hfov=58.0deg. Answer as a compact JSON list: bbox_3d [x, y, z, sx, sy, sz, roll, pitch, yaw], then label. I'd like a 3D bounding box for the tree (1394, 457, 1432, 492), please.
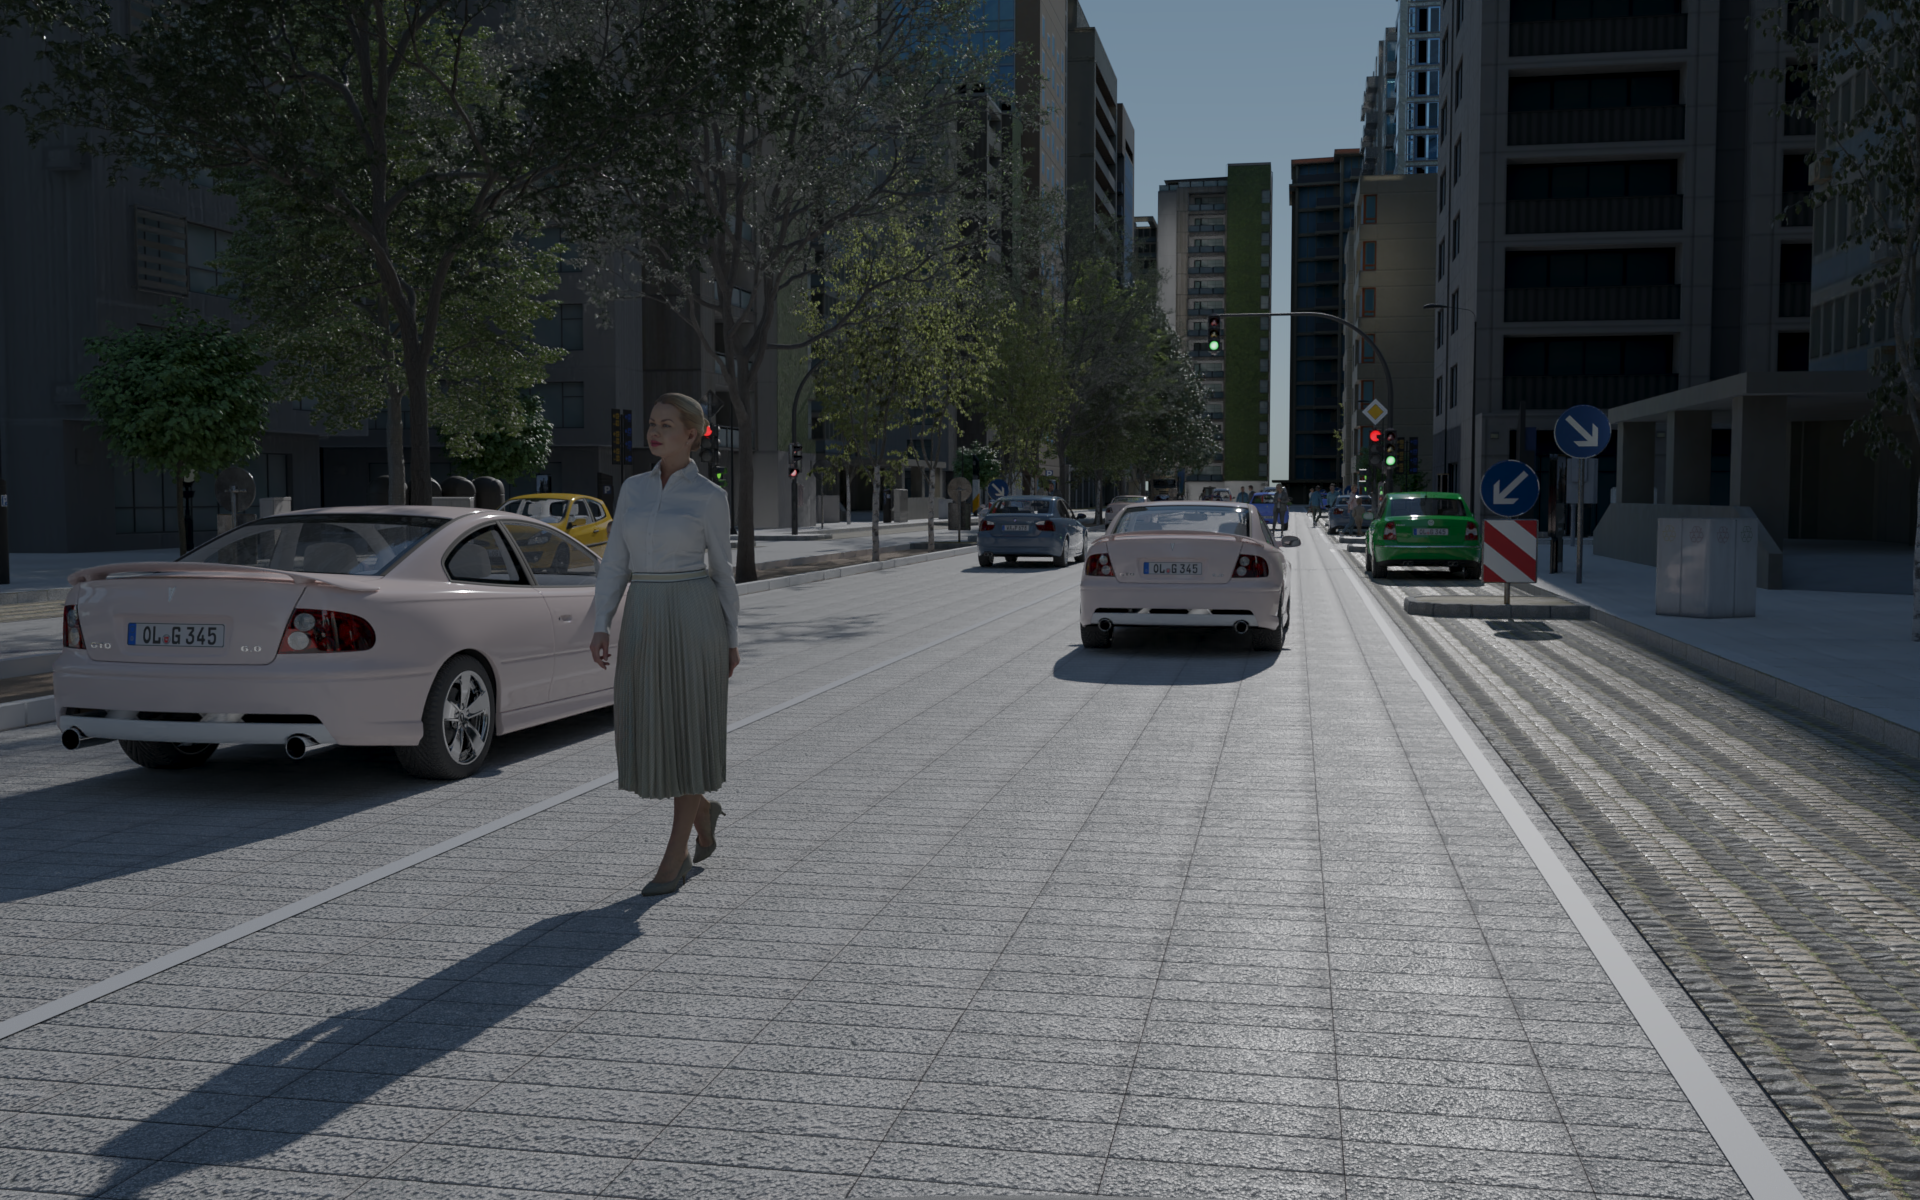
[{"bbox_3d":[20.777,-5.219,79.928,1.663,3.219,1.824,0,3,0],"label":"tree"}]

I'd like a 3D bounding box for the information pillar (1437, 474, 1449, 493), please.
[{"bbox_3d":[17.433,-3.553,62.580,0.304,2.012,0.304,-1,4,-13],"label":"information pillar"}]

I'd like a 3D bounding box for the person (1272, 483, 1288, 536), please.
[{"bbox_3d":[10.871,-3.068,58.850,0.537,1.800,0.526,2,4,33],"label":"person"}]

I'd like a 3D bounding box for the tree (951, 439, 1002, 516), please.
[{"bbox_3d":[1.028,-7.317,103.346,4.285,4.588,4.351,0,3,0],"label":"tree"}]

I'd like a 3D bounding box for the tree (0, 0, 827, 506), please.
[{"bbox_3d":[-5.170,-4.904,17.054,8.767,10.594,7.601,1,4,11],"label":"tree"}]

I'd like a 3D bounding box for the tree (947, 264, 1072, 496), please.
[{"bbox_3d":[1.534,-6.184,53.930,4.737,8.622,4.395,0,3,0],"label":"tree"}]

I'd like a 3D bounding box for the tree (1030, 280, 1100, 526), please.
[{"bbox_3d":[2.469,-6.505,59.182,4.360,8.622,3.978,0,3,0],"label":"tree"}]

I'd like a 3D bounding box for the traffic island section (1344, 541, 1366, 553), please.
[{"bbox_3d":[10.701,-1.280,43.208,2.009,0.180,2.903,1,4,11],"label":"traffic island section"}]

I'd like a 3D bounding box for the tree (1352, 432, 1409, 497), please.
[{"bbox_3d":[21.712,-6.433,88.890,4.285,4.588,4.351,0,3,0],"label":"tree"}]

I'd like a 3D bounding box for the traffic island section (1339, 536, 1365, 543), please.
[{"bbox_3d":[12.213,-1.760,51.049,2.009,0.180,2.903,1,4,11],"label":"traffic island section"}]

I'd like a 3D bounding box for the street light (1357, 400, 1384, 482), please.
[{"bbox_3d":[20.288,-6.905,85.439,1.470,5.913,1.316,1,4,11],"label":"street light"}]

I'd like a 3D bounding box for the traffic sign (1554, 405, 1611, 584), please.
[{"bbox_3d":[8.884,-1.509,24.774,0.768,2.556,0.104,1,4,19],"label":"traffic sign"}]

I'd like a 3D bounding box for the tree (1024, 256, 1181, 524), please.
[{"bbox_3d":[6.514,-9.861,81.815,7.486,12.596,7.792,0,3,0],"label":"tree"}]

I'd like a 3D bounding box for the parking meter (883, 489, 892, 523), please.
[{"bbox_3d":[-3.238,-4.205,77.158,0.372,1.533,0.369,0,3,0],"label":"parking meter"}]

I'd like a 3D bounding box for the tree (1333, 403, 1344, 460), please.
[{"bbox_3d":[29.778,-10.898,128.543,4.360,8.622,3.978,0,3,0],"label":"tree"}]

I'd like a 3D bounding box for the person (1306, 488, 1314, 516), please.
[{"bbox_3d":[22.946,-6.392,113.234,0.478,1.798,0.641,-3,5,-40],"label":"person"}]

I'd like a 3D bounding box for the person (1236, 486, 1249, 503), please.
[{"bbox_3d":[12.808,-4.257,78.445,0.601,1.785,0.444,1,4,15],"label":"person"}]

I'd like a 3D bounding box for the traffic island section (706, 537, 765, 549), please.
[{"bbox_3d":[-6.720,-1.485,46.560,2.009,0.180,2.903,1,4,11],"label":"traffic island section"}]

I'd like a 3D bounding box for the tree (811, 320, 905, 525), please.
[{"bbox_3d":[-4.482,-7.466,72.426,4.737,8.622,4.395,0,3,0],"label":"tree"}]

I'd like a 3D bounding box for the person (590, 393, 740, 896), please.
[{"bbox_3d":[-1.043,0.141,6.417,0.478,1.798,0.641,2,4,25],"label":"person"}]

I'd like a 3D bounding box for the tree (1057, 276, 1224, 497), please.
[{"bbox_3d":[8.498,-10.444,90.221,9.611,12.733,9.660,0,3,0],"label":"tree"}]

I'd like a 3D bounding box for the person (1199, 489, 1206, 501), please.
[{"bbox_3d":[20.010,-8.171,142.113,0.705,1.823,1.348,-2,4,-32],"label":"person"}]

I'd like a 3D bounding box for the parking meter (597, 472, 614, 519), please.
[{"bbox_3d":[-9.618,-2.526,47.019,0.399,1.863,0.255,-3,4,-38],"label":"parking meter"}]

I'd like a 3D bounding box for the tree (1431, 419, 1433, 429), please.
[{"bbox_3d":[27.093,-8.622,91.330,4.360,8.622,3.978,0,3,0],"label":"tree"}]

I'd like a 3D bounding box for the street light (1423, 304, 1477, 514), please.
[{"bbox_3d":[12.002,-4.270,42.360,1.470,5.913,1.316,1,4,11],"label":"street light"}]

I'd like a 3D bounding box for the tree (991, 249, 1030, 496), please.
[{"bbox_3d":[-0.669,-5.447,41.883,4.360,8.622,3.978,0,3,0],"label":"tree"}]

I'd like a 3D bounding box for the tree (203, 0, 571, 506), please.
[{"bbox_3d":[-12.267,-7.218,36.143,7.486,12.596,7.792,0,3,0],"label":"tree"}]

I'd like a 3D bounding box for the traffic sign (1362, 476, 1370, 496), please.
[{"bbox_3d":[22.320,-5.773,94.497,0.768,2.556,0.104,1,4,19],"label":"traffic sign"}]

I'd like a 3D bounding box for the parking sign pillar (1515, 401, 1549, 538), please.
[{"bbox_3d":[16.513,-3.802,50.627,1.447,3.967,1.447,1,4,13],"label":"parking sign pillar"}]

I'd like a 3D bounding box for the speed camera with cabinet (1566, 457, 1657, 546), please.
[{"bbox_3d":[15.838,-2.923,42.121,2.038,3.252,0.660,2,4,29],"label":"speed camera with cabinet"}]

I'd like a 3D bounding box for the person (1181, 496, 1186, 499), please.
[{"bbox_3d":[25.728,-11.770,200.881,1.348,1.831,0.705,-3,4,-37],"label":"person"}]

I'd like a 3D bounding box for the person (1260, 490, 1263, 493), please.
[{"bbox_3d":[19.859,-6.405,114.052,0.563,1.720,0.643,2,4,32],"label":"person"}]

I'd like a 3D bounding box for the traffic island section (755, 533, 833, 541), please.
[{"bbox_3d":[-5.208,-1.965,54.401,2.009,0.180,2.903,1,4,11],"label":"traffic island section"}]

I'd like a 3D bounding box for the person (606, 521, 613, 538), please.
[{"bbox_3d":[-2.880,-0.094,15.045,0.382,1.210,0.505,-3,5,-44],"label":"person"}]

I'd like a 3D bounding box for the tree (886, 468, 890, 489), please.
[{"bbox_3d":[-4.470,-6.710,104.303,1.663,3.219,1.824,0,3,0],"label":"tree"}]

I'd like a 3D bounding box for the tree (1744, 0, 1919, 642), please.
[{"bbox_3d":[8.610,-3.946,14.877,4.360,8.622,3.978,0,3,0],"label":"tree"}]

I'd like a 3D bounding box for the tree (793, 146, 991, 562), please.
[{"bbox_3d":[-1.742,-5.112,36.394,4.360,8.622,3.978,0,3,0],"label":"tree"}]

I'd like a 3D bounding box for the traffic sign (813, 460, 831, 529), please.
[{"bbox_3d":[-5.083,-3.898,63.833,0.768,2.556,0.104,1,4,14],"label":"traffic sign"}]

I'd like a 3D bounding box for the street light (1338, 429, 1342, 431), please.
[{"bbox_3d":[27.812,-9.292,124.466,1.470,5.913,1.316,1,4,11],"label":"street light"}]

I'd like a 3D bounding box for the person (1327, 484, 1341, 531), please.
[{"bbox_3d":[14.324,-3.524,66.135,0.660,1.820,0.620,2,4,30],"label":"person"}]

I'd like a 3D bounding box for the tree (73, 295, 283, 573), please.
[{"bbox_3d":[-12.957,-2.764,28.908,4.285,4.588,4.351,0,3,0],"label":"tree"}]

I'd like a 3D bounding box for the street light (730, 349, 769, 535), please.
[{"bbox_3d":[-6.665,-5.014,54.513,1.470,5.913,1.316,1,4,11],"label":"street light"}]

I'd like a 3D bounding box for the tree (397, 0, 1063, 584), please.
[{"bbox_3d":[-3.391,-6.981,26.960,12.009,13.543,11.850,0,3,0],"label":"tree"}]

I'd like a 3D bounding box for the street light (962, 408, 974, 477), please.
[{"bbox_3d":[0.663,-7.330,92.388,1.470,5.913,1.316,1,4,11],"label":"street light"}]

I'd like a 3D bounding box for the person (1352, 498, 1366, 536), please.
[{"bbox_3d":[12.257,-2.476,53.247,0.475,1.303,0.640,-2,4,-25],"label":"person"}]

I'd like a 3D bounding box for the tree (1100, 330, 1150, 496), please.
[{"bbox_3d":[6.081,-7.528,75.897,4.360,8.622,3.978,0,3,0],"label":"tree"}]

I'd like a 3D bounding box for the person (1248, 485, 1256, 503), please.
[{"bbox_3d":[12.987,-4.182,76.839,0.822,1.834,0.622,2,4,29],"label":"person"}]

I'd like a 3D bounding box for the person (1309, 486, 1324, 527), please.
[{"bbox_3d":[15.560,-4.088,75.677,0.444,1.785,0.601,-3,5,-39],"label":"person"}]

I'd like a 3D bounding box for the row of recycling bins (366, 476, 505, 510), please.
[{"bbox_3d":[-11.911,-1.991,39.665,1.069,1.692,3.534,3,4,36],"label":"row of recycling bins"}]

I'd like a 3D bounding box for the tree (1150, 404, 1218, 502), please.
[{"bbox_3d":[12.727,-10.795,113.370,8.767,10.594,7.601,1,4,11],"label":"tree"}]

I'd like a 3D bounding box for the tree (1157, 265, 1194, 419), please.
[{"bbox_3d":[3.983,-9.440,67.163,12.009,13.543,11.850,0,3,0],"label":"tree"}]

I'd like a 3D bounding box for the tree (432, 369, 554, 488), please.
[{"bbox_3d":[-12.218,-3.787,45.633,4.285,4.588,4.351,0,3,0],"label":"tree"}]

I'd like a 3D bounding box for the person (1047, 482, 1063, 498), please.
[{"bbox_3d":[3.281,-3.186,60.397,0.655,1.846,0.447,2,4,31],"label":"person"}]

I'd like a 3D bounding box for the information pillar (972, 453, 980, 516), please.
[{"bbox_3d":[0.914,-6.620,99.595,0.504,3.616,0.183,3,5,44],"label":"information pillar"}]

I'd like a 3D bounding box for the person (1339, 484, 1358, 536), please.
[{"bbox_3d":[12.328,-2.796,54.894,0.598,1.740,0.731,1,4,10],"label":"person"}]
